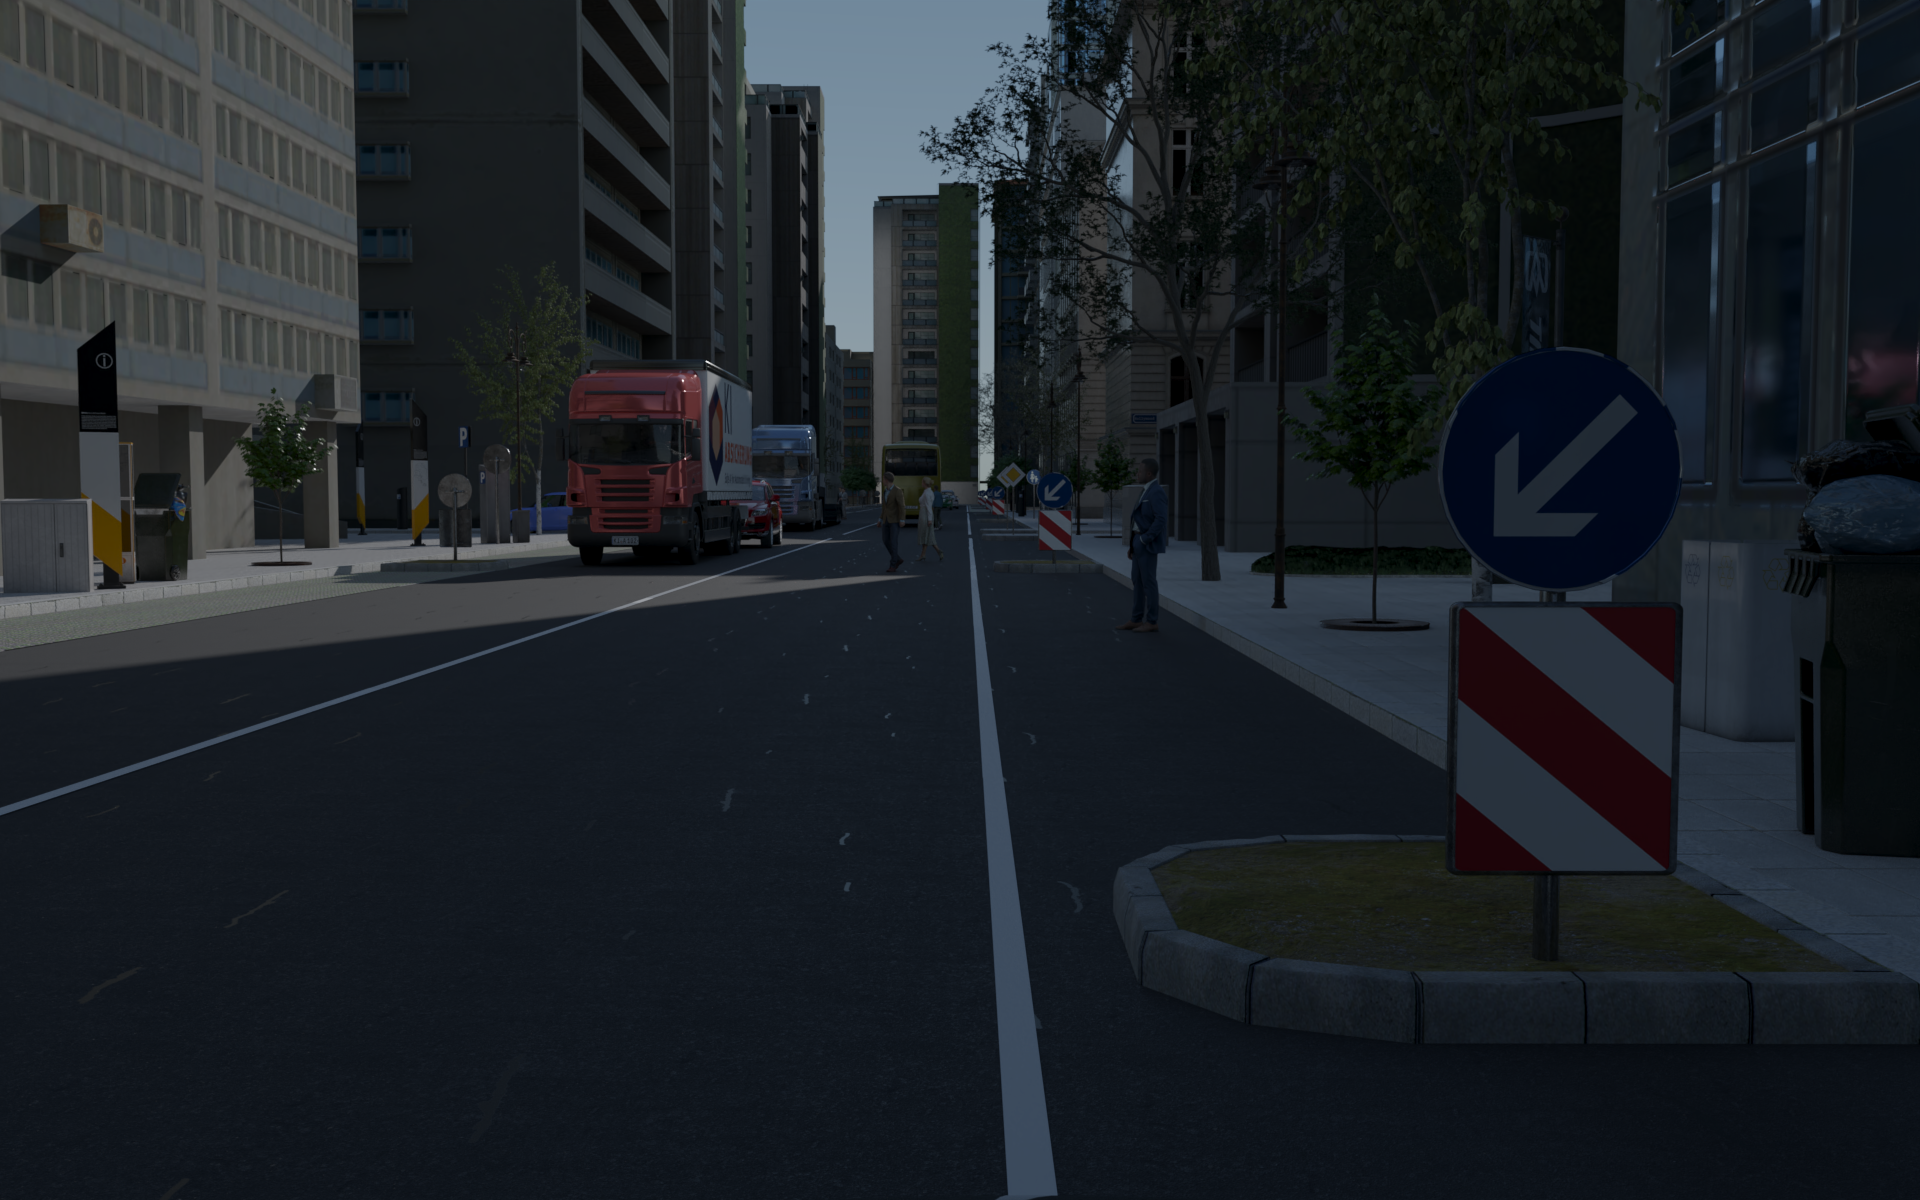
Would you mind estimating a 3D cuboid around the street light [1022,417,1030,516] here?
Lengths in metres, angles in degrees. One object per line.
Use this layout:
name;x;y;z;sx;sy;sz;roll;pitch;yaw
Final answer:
street light;3.920;-7.997;103.546;0.468;5.910;1.993;0;4;0

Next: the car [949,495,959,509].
car;-1.072;-9.450;166.874;2.083;1.381;4.827;0;4;-1

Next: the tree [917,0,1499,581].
tree;3.705;-5.582;25.673;8.767;10.594;7.601;0;4;-6

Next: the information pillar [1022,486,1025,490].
information pillar;4.828;-8.612;132.159;0.183;3.616;0.504;1;4;16

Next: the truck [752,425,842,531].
truck;-6.810;-5.106;73.246;2.967;4.110;18.799;0;4;0

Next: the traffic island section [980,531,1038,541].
traffic island section;1.698;-1.972;54.524;2.009;0.180;2.903;0;4;0

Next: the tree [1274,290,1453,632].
tree;3.849;-1.343;16.567;1.663;3.219;1.824;0;3;0

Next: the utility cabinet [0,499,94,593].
utility cabinet;-11.903;-0.699;22.597;1.020;1.237;0.306;-1;4;-16

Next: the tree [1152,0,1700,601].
tree;3.456;-3.774;12.070;4.737;8.622;4.395;0;3;0

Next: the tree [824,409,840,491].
tree;-11.733;-11.687;141.441;4.360;8.622;3.978;0;3;0

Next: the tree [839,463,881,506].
tree;-11.371;-12.326;185.237;4.285;4.588;4.351;0;3;0

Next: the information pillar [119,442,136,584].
information pillar;-11.940;-1.235;24.680;0.304;2.012;0.304;-1;4;-21

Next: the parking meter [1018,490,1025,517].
parking meter;3.494;-5.512;98.538;0.372;1.533;0.369;0;3;0

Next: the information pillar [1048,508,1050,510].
information pillar;4.108;-4.406;76.534;0.304;2.012;0.304;2;4;30

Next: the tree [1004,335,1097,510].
tree;4.134;-8.000;81.165;4.360;8.622;3.978;0;3;0

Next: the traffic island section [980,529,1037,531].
traffic island section;1.725;-2.460;62.509;2.009;0.180;2.903;0;4;0

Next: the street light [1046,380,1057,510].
street light;3.727;-5.975;70.474;0.468;5.910;1.993;0;4;0

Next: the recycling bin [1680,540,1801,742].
recycling bin;4.363;0.199;9.294;0.722;1.027;0.722;0;4;-3

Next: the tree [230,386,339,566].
tree;-12.356;-2.240;31.225;1.663;3.219;1.824;0;3;0

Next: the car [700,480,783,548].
car;-6.017;-2.372;47.450;2.281;1.827;5.304;0;4;-2

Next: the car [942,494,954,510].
car;-1.579;-8.706;154.145;2.131;1.459;4.920;0;4;-1

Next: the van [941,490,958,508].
van;-1.269;-10.493;178.565;2.013;2.044;4.112;0;4;2

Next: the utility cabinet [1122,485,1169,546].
utility cabinet;4.525;-2.059;42.342;1.173;1.500;0.318;3;5;40

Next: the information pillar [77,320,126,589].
information pillar;-11.557;-1.954;23.295;0.504;3.616;0.183;-2;4;-32

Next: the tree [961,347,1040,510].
tree;5.118;-14.285;143.928;12.009;13.543;11.850;0;3;0

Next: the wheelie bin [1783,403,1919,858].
wheelie bin;3.381;0.099;6.293;0.693;1.594;0.980;1;4;14

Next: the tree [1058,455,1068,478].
tree;4.810;-4.781;72.769;1.663;3.219;1.824;0;3;0

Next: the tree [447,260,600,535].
tree;-13.412;-6.334;53.931;4.737;8.622;4.395;0;3;0

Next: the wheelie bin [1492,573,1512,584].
wheelie bin;7.742;-1.040;24.911;0.693;1.594;0.980;0;4;7

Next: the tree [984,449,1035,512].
tree;3.856;-8.713;126.165;4.285;4.588;4.351;0;3;0

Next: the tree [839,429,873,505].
tree;-11.530;-14.935;194.548;4.737;8.622;4.395;0;3;0

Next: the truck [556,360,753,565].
truck;-6.494;-3.031;38.466;2.839;4.237;11.283;0;3;0

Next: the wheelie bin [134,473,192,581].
wheelie bin;-11.892;-1.090;25.736;0.980;1.594;0.693;0;4;5

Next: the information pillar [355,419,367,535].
information pillar;-18.633;-3.821;53.820;0.183;3.616;0.504;0;4;0

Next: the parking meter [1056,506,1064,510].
parking meter;3.981;-3.714;69.127;0.372;1.533;0.369;0;3;0

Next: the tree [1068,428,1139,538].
tree;4.309;-3.425;50.607;1.663;3.219;1.824;0;3;0

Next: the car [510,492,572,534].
car;-13.760;-3.026;59.060;3.694;1.707;1.945;0;3;0

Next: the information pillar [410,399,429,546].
information pillar;-13.361;-3.145;42.784;0.183;3.616;0.504;2;4;30

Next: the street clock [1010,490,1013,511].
street clock;3.926;-7.715;130.713;0.471;2.002;0.358;0;4;6

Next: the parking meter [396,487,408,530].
parking meter;-20.129;-3.308;62.495;0.372;1.533;0.369;0;3;0

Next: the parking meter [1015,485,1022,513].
parking meter;3.958;-6.791;116.741;0.399;1.863;0.255;-2;4;-35
